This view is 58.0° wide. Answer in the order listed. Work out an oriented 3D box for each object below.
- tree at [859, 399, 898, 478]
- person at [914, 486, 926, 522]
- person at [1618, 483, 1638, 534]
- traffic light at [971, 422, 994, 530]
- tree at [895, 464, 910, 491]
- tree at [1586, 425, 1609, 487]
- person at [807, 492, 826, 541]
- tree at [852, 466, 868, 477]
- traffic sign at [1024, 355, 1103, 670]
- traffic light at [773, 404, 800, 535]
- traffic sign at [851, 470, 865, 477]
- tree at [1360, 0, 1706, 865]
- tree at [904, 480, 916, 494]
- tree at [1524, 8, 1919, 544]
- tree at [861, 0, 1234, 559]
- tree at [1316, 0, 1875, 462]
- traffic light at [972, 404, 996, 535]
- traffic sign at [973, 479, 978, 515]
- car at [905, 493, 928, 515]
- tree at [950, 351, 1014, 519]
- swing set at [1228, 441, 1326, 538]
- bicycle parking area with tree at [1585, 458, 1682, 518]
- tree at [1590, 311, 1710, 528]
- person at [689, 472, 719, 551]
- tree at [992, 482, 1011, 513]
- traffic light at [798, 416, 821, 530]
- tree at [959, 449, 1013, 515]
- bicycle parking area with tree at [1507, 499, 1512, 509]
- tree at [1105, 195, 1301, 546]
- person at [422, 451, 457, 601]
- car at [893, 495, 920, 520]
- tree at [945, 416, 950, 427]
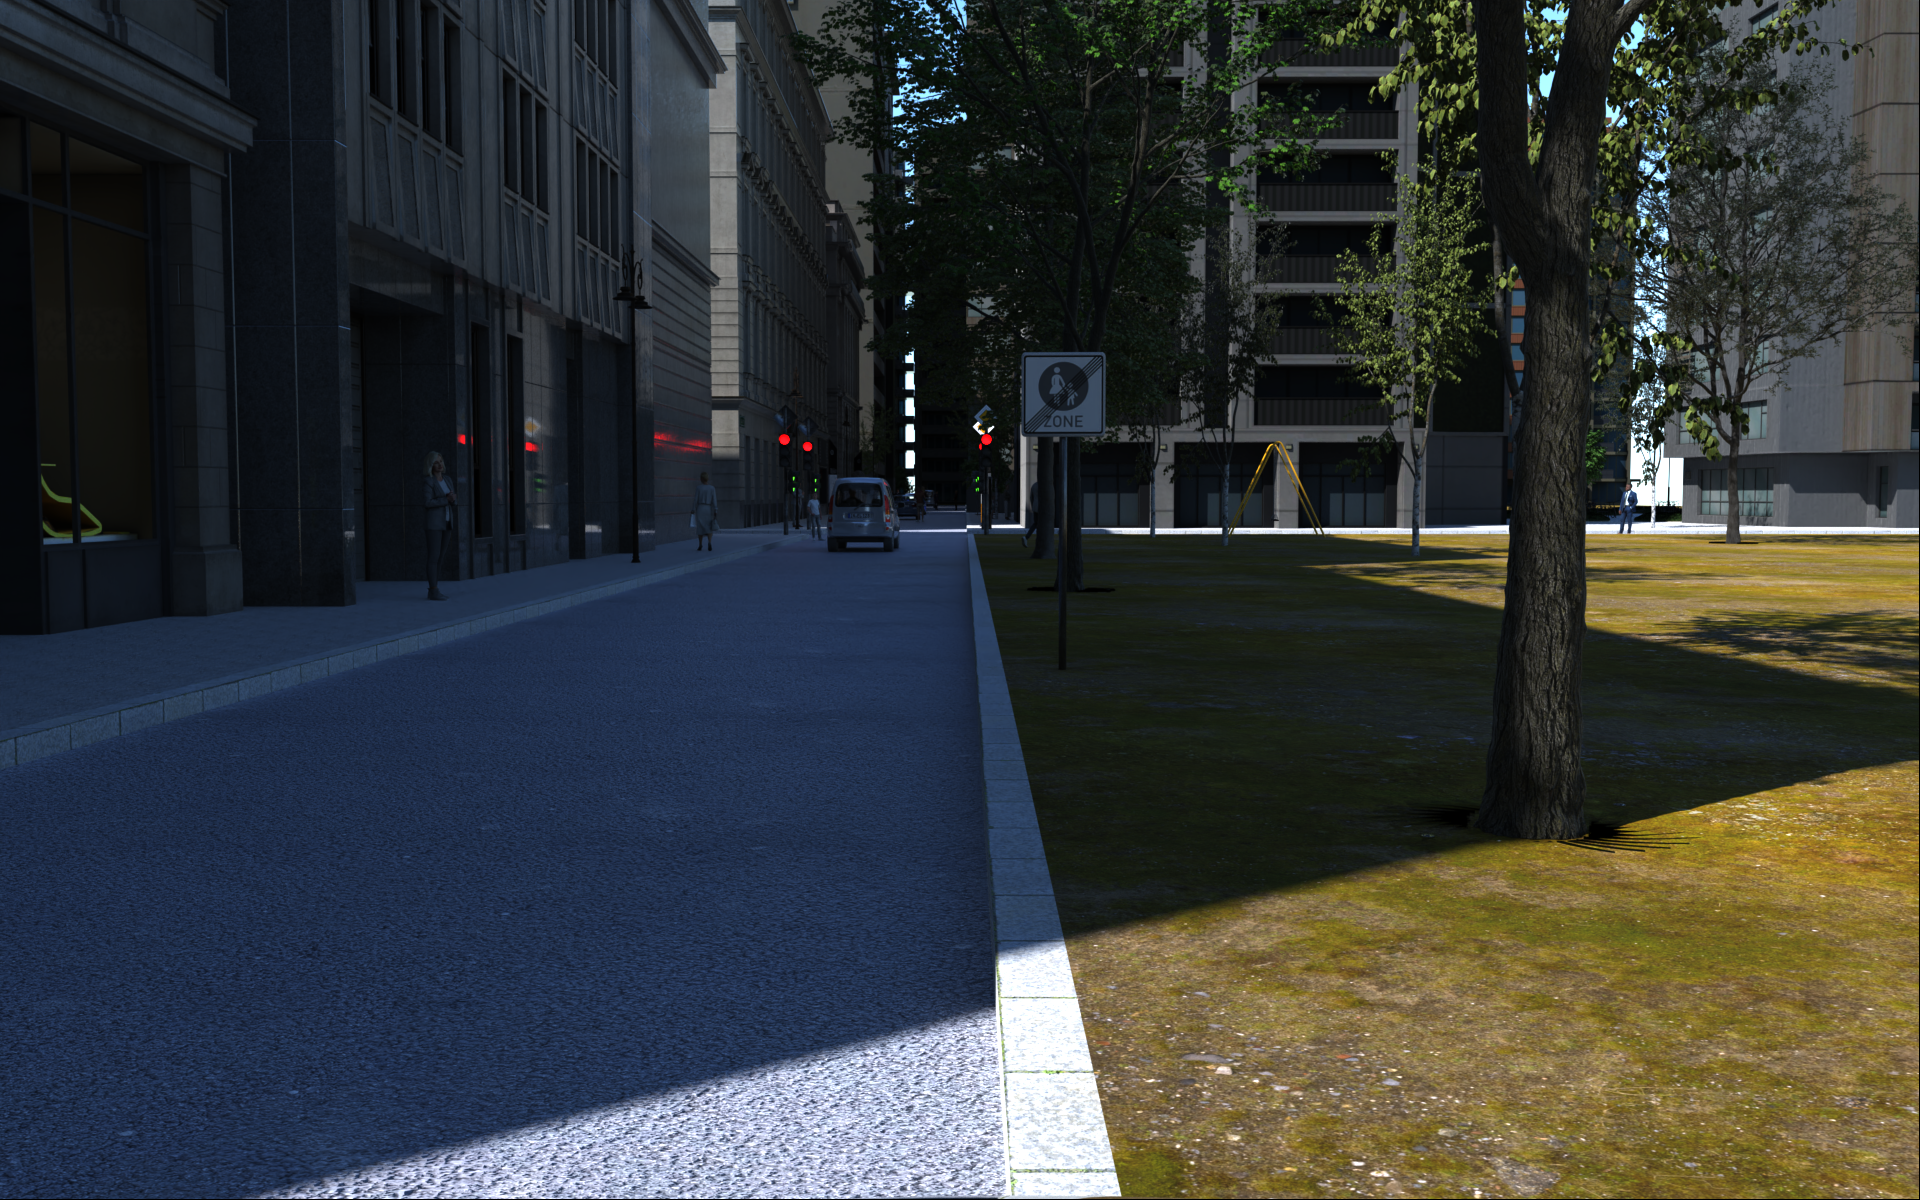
[{"bbox_3d":[-6.735,-11.257,134.421,4.737,8.622,4.395,0,3,0],"label":"tree"},{"bbox_3d":[-2.013,-4.946,89.348,0.580,1.828,0.573,-3,5,-42],"label":"person"},{"bbox_3d":[22.888,-3.103,59.420,0.419,1.800,0.721,-3,5,-40],"label":"person"},{"bbox_3d":[0.829,-4.489,62.313,0.839,4.253,0.868,0,4,0],"label":"traffic light"},{"bbox_3d":[-6.751,-11.840,177.301,4.285,4.588,4.351,0,3,0],"label":"tree"},{"bbox_3d":[25.874,-5.484,73.378,4.285,4.588,4.351,0,3,0],"label":"tree"},{"bbox_3d":[-4.432,-2.586,53.373,0.523,1.515,0.503,2,4,24],"label":"person"},{"bbox_3d":[-6.080,-6.751,104.984,1.663,3.219,1.824,0,3,0],"label":"tree"},{"bbox_3d":[0.747,-0.639,12.586,0.606,2.300,0.079,0,4,2],"label":"traffic sign"},{"bbox_3d":[-5.453,-4.000,54.328,0.839,4.253,0.868,0,4,0],"label":"traffic light"},{"bbox_3d":[-5.470,-5.691,93.151,0.768,2.556,0.104,0,4,5],"label":"traffic sign"},{"bbox_3d":[2.133,-4.914,6.098,9.928,11.665,9.643,0,3,0],"label":"tree"},{"bbox_3d":[-5.863,-12.098,192.404,1.663,3.219,1.824,0,3,0],"label":"tree"},{"bbox_3d":[19.858,-8.200,44.442,12.009,13.543,11.850,0,3,0],"label":"tree"},{"bbox_3d":[1.699,-7.124,34.599,7.486,12.596,7.792,0,3,0],"label":"tree"},{"bbox_3d":[4.351,-3.820,12.827,4.737,8.622,4.395,0,3,0],"label":"tree"},{"bbox_3d":[0.809,-4.000,54.328,0.839,4.253,0.868,0,4,0],"label":"traffic light"},{"bbox_3d":[1.056,-6.235,104.072,0.606,2.300,0.079,1,4,9],"label":"traffic sign"},{"bbox_3d":[-3.214,-6.745,119.878,1.945,1.707,3.694,0,4,0],"label":"car"},{"bbox_3d":[1.934,-8.433,88.239,4.737,8.622,4.395,0,3,0],"label":"tree"},{"bbox_3d":[9.558,-3.358,52.521,2.862,2.851,3.119,0,4,7],"label":"swing set"},{"bbox_3d":[36.504,-6.644,95.624,8.231,4.147,9.016,1,4,15],"label":"bicycle parking area with tree"},{"bbox_3d":[26.090,-7.047,65.583,4.360,8.622,3.978,0,3,0],"label":"tree"},{"bbox_3d":[-5.787,-1.999,39.085,0.694,1.780,0.624,0,4,-6],"label":"person"},{"bbox_3d":[2.721,-7.455,116.494,1.663,3.219,1.824,0,3,0],"label":"tree"},{"bbox_3d":[-5.432,-4.489,62.313,0.839,4.253,0.868,0,4,0],"label":"traffic light"},{"bbox_3d":[1.625,-7.593,107.863,4.285,4.588,4.351,0,3,0],"label":"tree"},{"bbox_3d":[38.610,-7.937,116.768,8.231,4.147,9.016,1,4,10],"label":"bicycle parking area with tree"},{"bbox_3d":[6.454,-5.665,42.986,4.360,8.622,3.978,0,3,0],"label":"tree"},{"bbox_3d":[-6.308,-0.912,21.132,0.526,1.800,0.537,2,4,32],"label":"person"},{"bbox_3d":[-3.105,-5.220,97.351,2.014,1.417,4.499,0,4,-1],"label":"car"},{"bbox_3d":[1.589,-8.946,96.636,4.737,8.622,4.395,0,3,0],"label":"tree"}]
